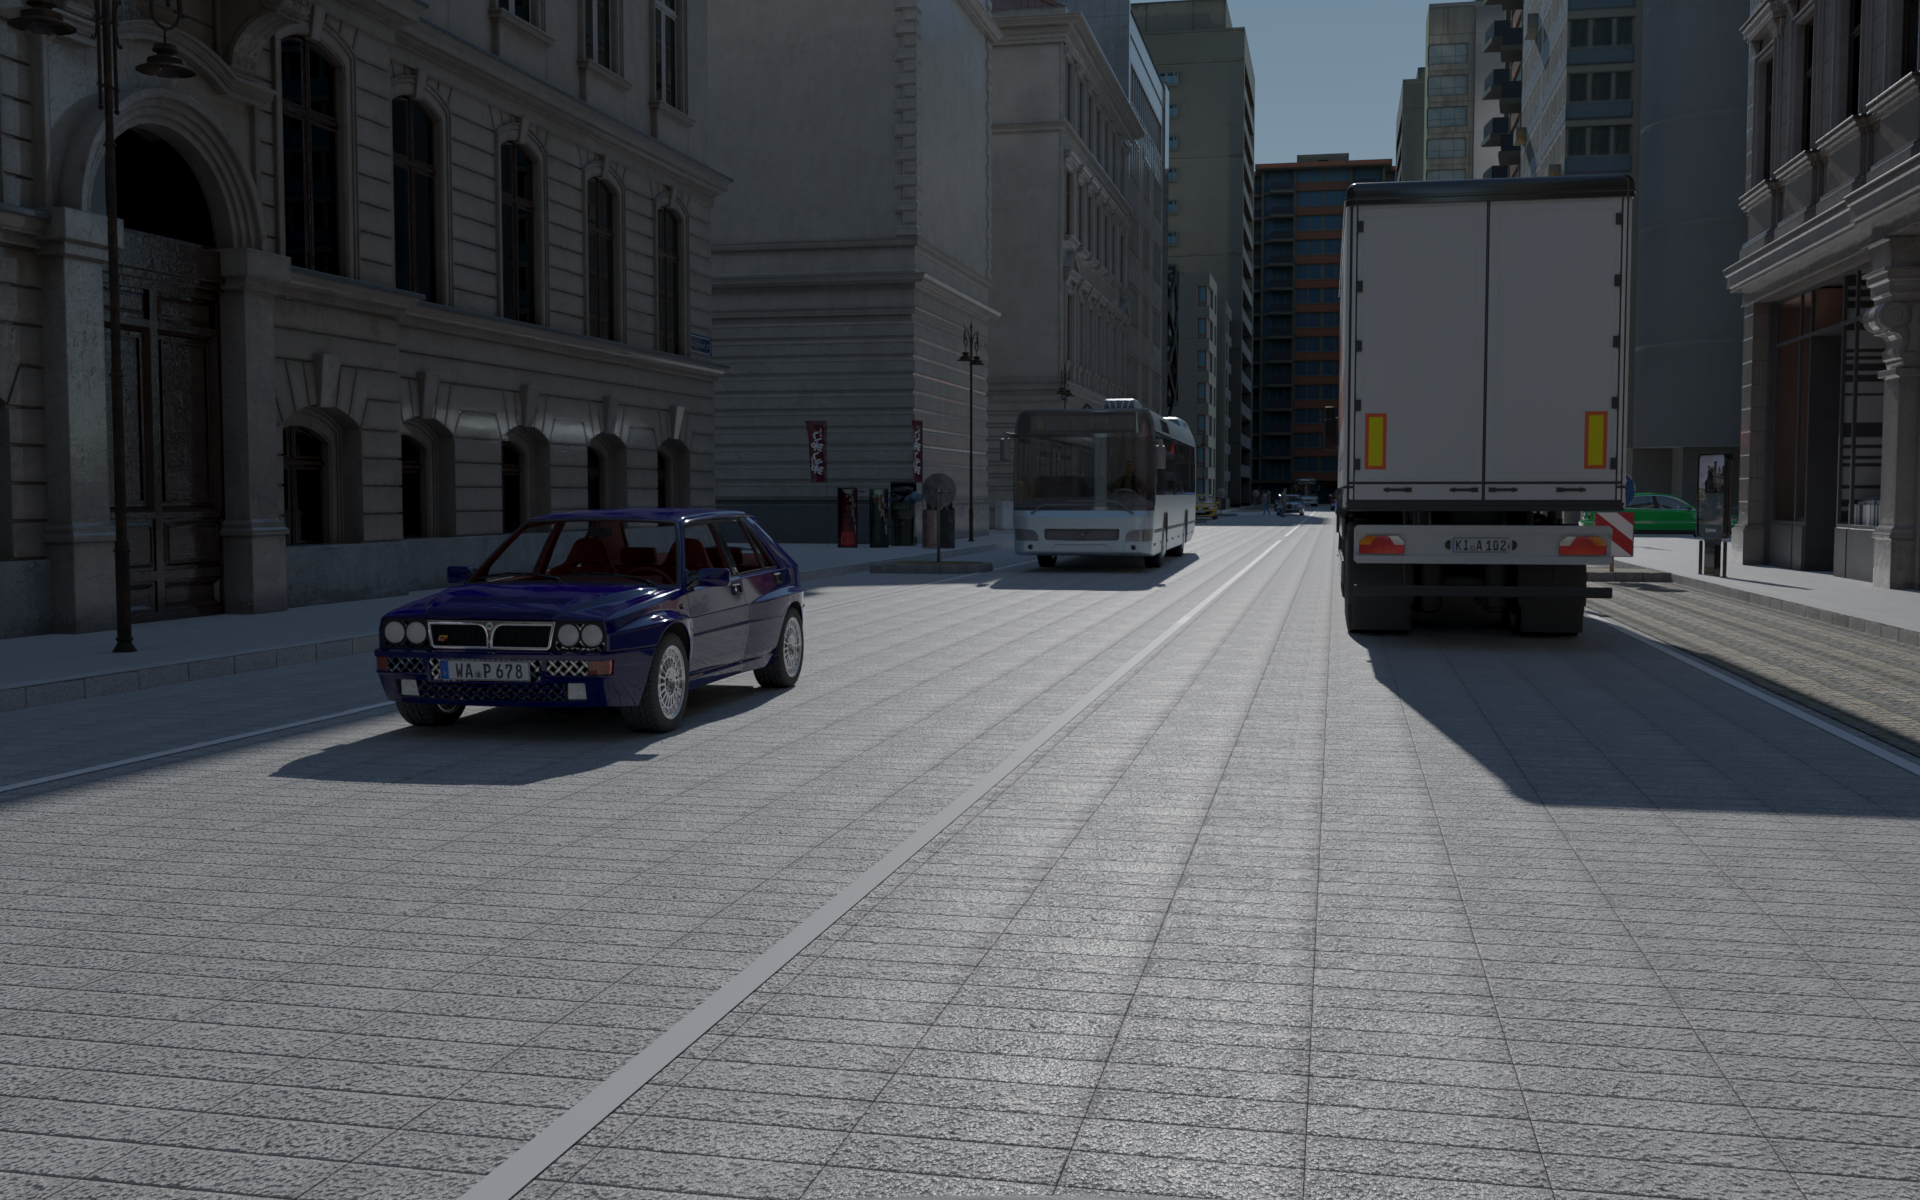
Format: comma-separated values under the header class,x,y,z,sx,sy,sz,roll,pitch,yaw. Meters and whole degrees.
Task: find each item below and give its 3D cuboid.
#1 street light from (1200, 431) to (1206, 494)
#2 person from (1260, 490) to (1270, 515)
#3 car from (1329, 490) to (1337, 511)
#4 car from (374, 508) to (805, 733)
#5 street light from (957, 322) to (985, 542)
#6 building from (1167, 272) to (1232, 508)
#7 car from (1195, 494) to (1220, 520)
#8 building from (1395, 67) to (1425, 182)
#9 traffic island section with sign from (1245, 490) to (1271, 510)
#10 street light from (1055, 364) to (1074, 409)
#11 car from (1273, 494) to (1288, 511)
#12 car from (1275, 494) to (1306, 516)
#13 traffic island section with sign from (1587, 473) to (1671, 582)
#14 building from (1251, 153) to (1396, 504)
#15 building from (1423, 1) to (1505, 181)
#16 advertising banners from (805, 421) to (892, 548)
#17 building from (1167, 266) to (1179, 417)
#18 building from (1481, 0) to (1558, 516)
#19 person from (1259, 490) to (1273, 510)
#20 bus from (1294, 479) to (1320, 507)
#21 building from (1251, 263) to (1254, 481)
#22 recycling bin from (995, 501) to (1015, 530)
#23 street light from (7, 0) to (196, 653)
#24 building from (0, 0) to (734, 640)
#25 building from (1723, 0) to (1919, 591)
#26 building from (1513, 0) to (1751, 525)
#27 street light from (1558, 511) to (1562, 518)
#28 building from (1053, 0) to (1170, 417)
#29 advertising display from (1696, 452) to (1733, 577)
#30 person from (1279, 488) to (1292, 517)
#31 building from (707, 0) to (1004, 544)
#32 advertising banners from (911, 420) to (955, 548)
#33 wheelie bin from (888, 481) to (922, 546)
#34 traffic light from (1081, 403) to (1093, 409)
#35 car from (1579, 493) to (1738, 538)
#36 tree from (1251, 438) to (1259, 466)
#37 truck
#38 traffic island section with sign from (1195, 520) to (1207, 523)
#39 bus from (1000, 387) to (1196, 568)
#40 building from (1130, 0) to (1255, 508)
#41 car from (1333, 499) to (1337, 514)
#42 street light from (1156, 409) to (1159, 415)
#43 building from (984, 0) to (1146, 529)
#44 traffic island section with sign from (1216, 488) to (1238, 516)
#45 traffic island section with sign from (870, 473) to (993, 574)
class,x,y,z,sx,sy,sz,roll,pitch,yaw
street light,17.900,-9.457,127.407,0.468,5.910,1.993,1,4,12
person,20.840,-6.661,118.244,0.643,1.720,0.563,3,5,40
car,32.859,-8.563,148.670,2.281,1.827,5.304,1,4,11
car,-2.324,0.051,11.739,1.945,1.354,3.894,1,4,11
street light,0.302,-4.516,46.617,0.468,5.910,1.993,1,4,12
building,8.987,-18.789,152.235,27.650,21.520,28.899,1,4,12
car,13.676,-5.363,97.914,2.015,1.641,3.980,1,4,11
building,59.407,-34.767,192.140,21.300,48.544,21.600,1,4,12
traffic island section with sign,27.524,-9.297,160.628,1.989,1.847,2.006,1,4,12
street light,3.741,-5.446,61.823,0.468,5.910,1.993,1,4,12
car,26.952,-8.184,143.589,2.009,1.686,4.222,1,4,11
car,22.161,-6.363,116.045,2.014,1.417,4.499,1,4,13
traffic island section with sign,10.767,-1.255,29.150,1.989,1.847,2.006,1,4,12
building,46.352,-34.937,225.852,28.867,44.769,22.147,1,4,12
building,46.427,-28.352,147.155,14.154,41.232,14.086,1,4,12
advertising banners,-2.657,-2.759,41.300,2.074,3.025,0.090,0,4,3
building,5.619,-15.004,112.762,16.820,18.784,16.811,1,4,12
building,43.373,-27.512,104.444,22.147,44.769,28.867,1,4,12
person,28.056,-9.183,158.660,1.348,1.823,0.705,0,4,-1
bus,40.159,-12.597,200.817,2.948,3.499,13.247,1,4,11
building,27.214,-26.398,203.308,14.107,30.474,14.160,1,4,12
recycling bin,1.704,-2.992,61.474,0.722,1.027,0.722,-1,4,-19
street light,-6.790,-2.515,13.902,0.468,5.910,1.993,1,4,12
building,-13.379,-12.160,17.900,14.460,24.649,34.723,1,4,12
building,18.349,-10.907,29.247,10.553,20.767,40.483,1,4,12
building,35.348,-23.035,68.499,23.993,40.220,32.217,1,4,12
street light,17.382,-4.725,50.034,0.468,5.910,1.993,1,4,12
building,4.232,-16.843,93.408,12.078,24.808,19.932,1,4,12
advertising display,11.818,-1.342,27.159,0.123,1.923,0.974,0,4,-1
person,20.132,-6.042,107.414,0.853,1.813,0.709,3,4,37
building,-9.136,-13.532,50.127,19.941,23.489,11.050,1,4,12
advertising banners,-0.654,-2.785,41.725,0.090,3.025,2.074,2,4,29
wheelie bin,-1.377,-2.142,42.937,0.980,1.594,0.693,0,4,4
traffic light,3.900,-3.938,53.310,0.839,4.253,0.868,1,4,12
car,21.642,-2.735,53.510,4.718,1.807,1.959,1,4,13
tree,31.214,-14.883,193.702,4.360,8.622,3.978,0,3,0
truck,5.830,-1.957,20.903,2.839,4.237,11.283,1,4,12
traffic island section with sign,11.144,-4.694,85.373,1.989,1.847,2.006,1,4,12
bus,3.304,-2.558,36.687,2.948,3.499,13.247,1,4,11
building,18.517,-33.786,176.097,21.300,48.544,21.600,1,4,12
car,27.396,-6.903,122.461,1.945,1.707,3.694,1,4,11
street light,10.787,-7.458,94.727,0.468,5.910,1.993,1,4,12
building,0.812,-14.450,72.416,11.583,22.565,21.152,1,4,12
traffic island section with sign,16.924,-6.316,111.901,1.989,1.847,2.006,1,4,12
traffic island section with sign,-0.455,-1.430,32.009,1.989,1.847,2.006,1,4,12
